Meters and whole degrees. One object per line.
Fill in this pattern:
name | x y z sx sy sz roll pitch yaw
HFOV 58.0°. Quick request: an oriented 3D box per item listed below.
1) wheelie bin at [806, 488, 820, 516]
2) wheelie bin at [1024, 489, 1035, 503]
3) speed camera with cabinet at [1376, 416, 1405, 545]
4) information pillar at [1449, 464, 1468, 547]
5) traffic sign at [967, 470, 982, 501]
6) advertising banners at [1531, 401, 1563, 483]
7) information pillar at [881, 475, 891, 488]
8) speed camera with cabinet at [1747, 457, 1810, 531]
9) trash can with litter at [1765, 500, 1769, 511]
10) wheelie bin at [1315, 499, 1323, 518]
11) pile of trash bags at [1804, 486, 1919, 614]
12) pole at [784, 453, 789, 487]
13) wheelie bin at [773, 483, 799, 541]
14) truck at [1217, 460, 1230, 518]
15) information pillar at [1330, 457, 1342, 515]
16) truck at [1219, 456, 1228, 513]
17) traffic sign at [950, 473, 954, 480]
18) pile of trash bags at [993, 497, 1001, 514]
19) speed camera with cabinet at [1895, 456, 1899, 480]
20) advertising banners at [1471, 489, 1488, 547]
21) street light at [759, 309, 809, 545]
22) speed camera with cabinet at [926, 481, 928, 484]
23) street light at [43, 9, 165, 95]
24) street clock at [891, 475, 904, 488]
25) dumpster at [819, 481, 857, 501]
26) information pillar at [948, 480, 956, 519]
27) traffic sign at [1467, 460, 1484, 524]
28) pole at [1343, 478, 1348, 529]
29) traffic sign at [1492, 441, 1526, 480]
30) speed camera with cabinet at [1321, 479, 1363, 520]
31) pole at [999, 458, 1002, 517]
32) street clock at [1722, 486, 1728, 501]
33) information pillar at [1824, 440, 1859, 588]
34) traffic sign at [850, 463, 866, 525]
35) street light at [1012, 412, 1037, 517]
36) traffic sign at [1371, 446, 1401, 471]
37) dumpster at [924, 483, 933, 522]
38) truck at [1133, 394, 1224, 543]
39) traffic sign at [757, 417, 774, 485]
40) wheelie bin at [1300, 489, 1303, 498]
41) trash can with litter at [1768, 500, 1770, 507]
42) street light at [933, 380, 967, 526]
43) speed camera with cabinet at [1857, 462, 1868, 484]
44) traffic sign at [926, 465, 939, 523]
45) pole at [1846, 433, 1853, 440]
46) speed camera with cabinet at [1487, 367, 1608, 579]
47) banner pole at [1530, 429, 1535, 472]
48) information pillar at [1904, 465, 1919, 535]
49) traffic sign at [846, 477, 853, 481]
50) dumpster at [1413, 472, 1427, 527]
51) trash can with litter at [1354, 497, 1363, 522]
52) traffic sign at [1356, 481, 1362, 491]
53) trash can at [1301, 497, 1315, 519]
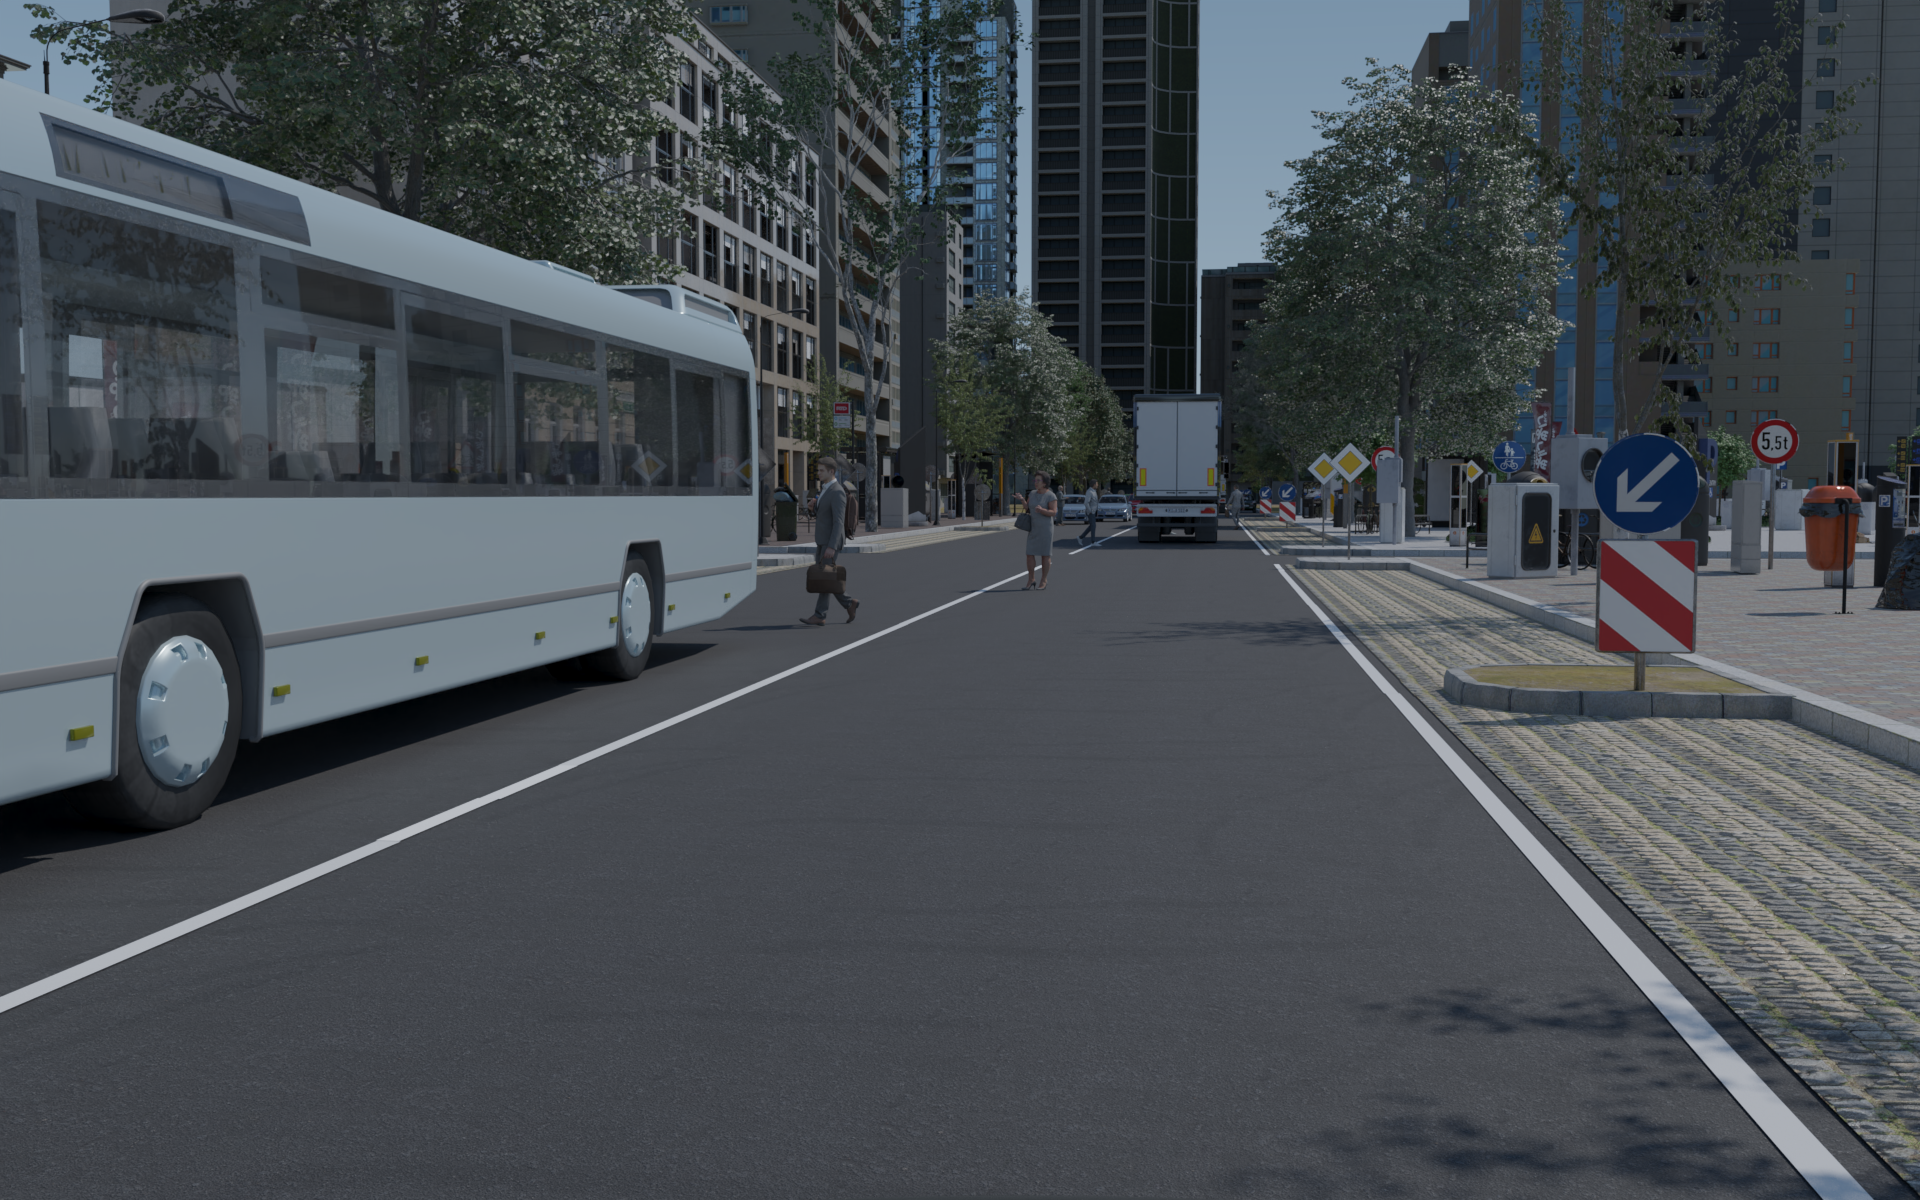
wheelie bin | -8.209 -5.474 97.414 0.980 1.594 0.693 3 4 37
wheelie bin | 4.717 -6.594 115.712 0.980 1.594 0.693 1 4 15
speed camera with cabinet | 11.099 -3.075 44.612 0.660 3.252 2.038 1 4 19
information pillar | 12.142 -2.305 42.180 0.304 2.012 0.304 -3 5 -42
traffic sign | 0.797 -5.502 89.964 0.884 2.594 0.081 1 4 16
advertising banners | 11.716 -2.264 33.208 2.074 3.025 0.090 -2 4 -24
information pillar | -2.877 -3.843 67.329 0.304 2.012 0.304 -1 4 -14
speed camera with cabinet | 29.124 -4.115 61.621 0.660 3.252 2.038 -3 4 -36
trash can with litter | 48.762 -5.707 104.362 1.678 1.210 2.233 -1 4 -20
wheelie bin | 19.487 -5.258 93.872 0.980 1.594 0.693 -1 4 -11
pile of trash bags | 10.827 -0.561 18.921 3.447 1.369 1.912 0 4 -8
pole | -8.551 -5.598 85.369 0.158 3.312 0.155 0 3 0
wheelie bin | -4.764 -2.413 47.353 0.693 1.594 0.980 0 4 -8
truck | 10.122 -4.931 76.540 3.469 3.379 9.791 1 4 9
information pillar | 14.673 -4.655 67.458 0.504 3.616 0.183 -1 4 -19
truck | 19.114 -8.805 132.867 2.839 4.237 11.283 0 4 7
traffic sign | -0.190 -6.100 99.847 0.768 2.556 0.104 1 4 12
pile of trash bags | 1.702 -6.081 109.172 1.912 1.369 3.447 1 4 15
speed camera with cabinet | 48.407 -5.849 89.973 0.660 3.252 2.038 2 4 31
advertising banners | 13.425 -2.787 41.758 2.074 3.025 0.090 0 4 6
street light | -4.467 -4.345 43.583 1.470 5.913 1.316 1 4 8
speed camera with cabinet | -2.844 -6.299 97.324 2.038 3.252 0.660 2 4 24
street light | -8.311 -2.709 16.831 1.470 5.913 1.316 1 4 8
street clock | -2.407 -3.815 66.947 0.471 2.002 0.358 -1 4 -14
dumpster | -4.928 -3.917 69.806 1.264 1.857 1.865 1 4 8
information pillar | -0.429 -5.193 89.400 0.304 2.012 0.304 -3 5 -42
traffic sign | 17.179 -3.489 58.224 0.795 2.450 0.064 1 4 17
pole | 14.296 -4.302 64.183 0.158 3.312 0.155 0 3 0
traffic sign | 13.115 -2.527 41.425 0.768 2.556 0.104 1 4 12
speed camera with cabinet | 18.814 -5.554 85.145 2.038 3.252 0.660 0 4 4
pole | 2.299 -6.369 97.978 0.158 3.312 0.155 0 3 0
street clock | 37.721 -4.945 85.414 0.358 2.002 0.471 2 4 29
information pillar | 12.046 -1.174 23.681 0.304 2.012 0.304 0 4 7
traffic sign | -4.185 -4.317 70.685 0.768 2.556 0.104 1 4 9
street light | 3.654 -7.696 98.370 1.470 5.913 1.316 1 4 8
traffic sign | 11.307 -2.808 46.022 0.768 2.556 0.104 1 4 18
dumpster | -1.983 -4.428 78.149 1.264 1.857 1.865 1 4 8
truck | 6.865 -3.988 54.117 2.839 4.237 11.283 0 4 8
traffic sign | -6.039 -3.208 46.321 2.265 3.308 0.079 1 4 17
wheelie bin | 22.046 -6.235 109.858 0.980 1.594 0.693 1 4 21
trash can with litter | 38.354 -4.296 81.625 1.055 1.170 0.624 -3 5 -44
street light | -0.420 -5.993 70.523 1.470 5.913 1.316 1 4 8
speed camera with cabinet | 55.815 -6.961 108.156 0.660 3.252 2.038 0 4 -3
traffic sign | -1.295 -4.653 76.185 0.768 2.556 0.104 1 4 13
pole | 29.572 -3.903 57.664 0.158 3.312 0.155 0 3 0
speed camera with cabinet | 9.049 -1.975 26.622 2.038 3.252 0.660 -2 4 -30
banner pole | 19.713 -4.207 58.801 0.863 3.779 0.401 -1 4 -12
information pillar | 23.805 -2.372 43.273 0.304 2.012 0.304 1 4 16
traffic sign | -4.758 -4.375 71.542 0.884 2.594 0.081 1 4 9
dumpster | 17.576 -4.000 67.900 1.502 2.255 1.985 1 4 8
trash can with litter | 18.514 -4.182 79.767 1.055 1.170 0.624 0 4 8
traffic sign | 21.407 -5.645 92.400 0.768 2.556 0.104 1 4 15
trash can | 18.121 -4.803 90.187 0.748 1.137 0.748 0 3 0
